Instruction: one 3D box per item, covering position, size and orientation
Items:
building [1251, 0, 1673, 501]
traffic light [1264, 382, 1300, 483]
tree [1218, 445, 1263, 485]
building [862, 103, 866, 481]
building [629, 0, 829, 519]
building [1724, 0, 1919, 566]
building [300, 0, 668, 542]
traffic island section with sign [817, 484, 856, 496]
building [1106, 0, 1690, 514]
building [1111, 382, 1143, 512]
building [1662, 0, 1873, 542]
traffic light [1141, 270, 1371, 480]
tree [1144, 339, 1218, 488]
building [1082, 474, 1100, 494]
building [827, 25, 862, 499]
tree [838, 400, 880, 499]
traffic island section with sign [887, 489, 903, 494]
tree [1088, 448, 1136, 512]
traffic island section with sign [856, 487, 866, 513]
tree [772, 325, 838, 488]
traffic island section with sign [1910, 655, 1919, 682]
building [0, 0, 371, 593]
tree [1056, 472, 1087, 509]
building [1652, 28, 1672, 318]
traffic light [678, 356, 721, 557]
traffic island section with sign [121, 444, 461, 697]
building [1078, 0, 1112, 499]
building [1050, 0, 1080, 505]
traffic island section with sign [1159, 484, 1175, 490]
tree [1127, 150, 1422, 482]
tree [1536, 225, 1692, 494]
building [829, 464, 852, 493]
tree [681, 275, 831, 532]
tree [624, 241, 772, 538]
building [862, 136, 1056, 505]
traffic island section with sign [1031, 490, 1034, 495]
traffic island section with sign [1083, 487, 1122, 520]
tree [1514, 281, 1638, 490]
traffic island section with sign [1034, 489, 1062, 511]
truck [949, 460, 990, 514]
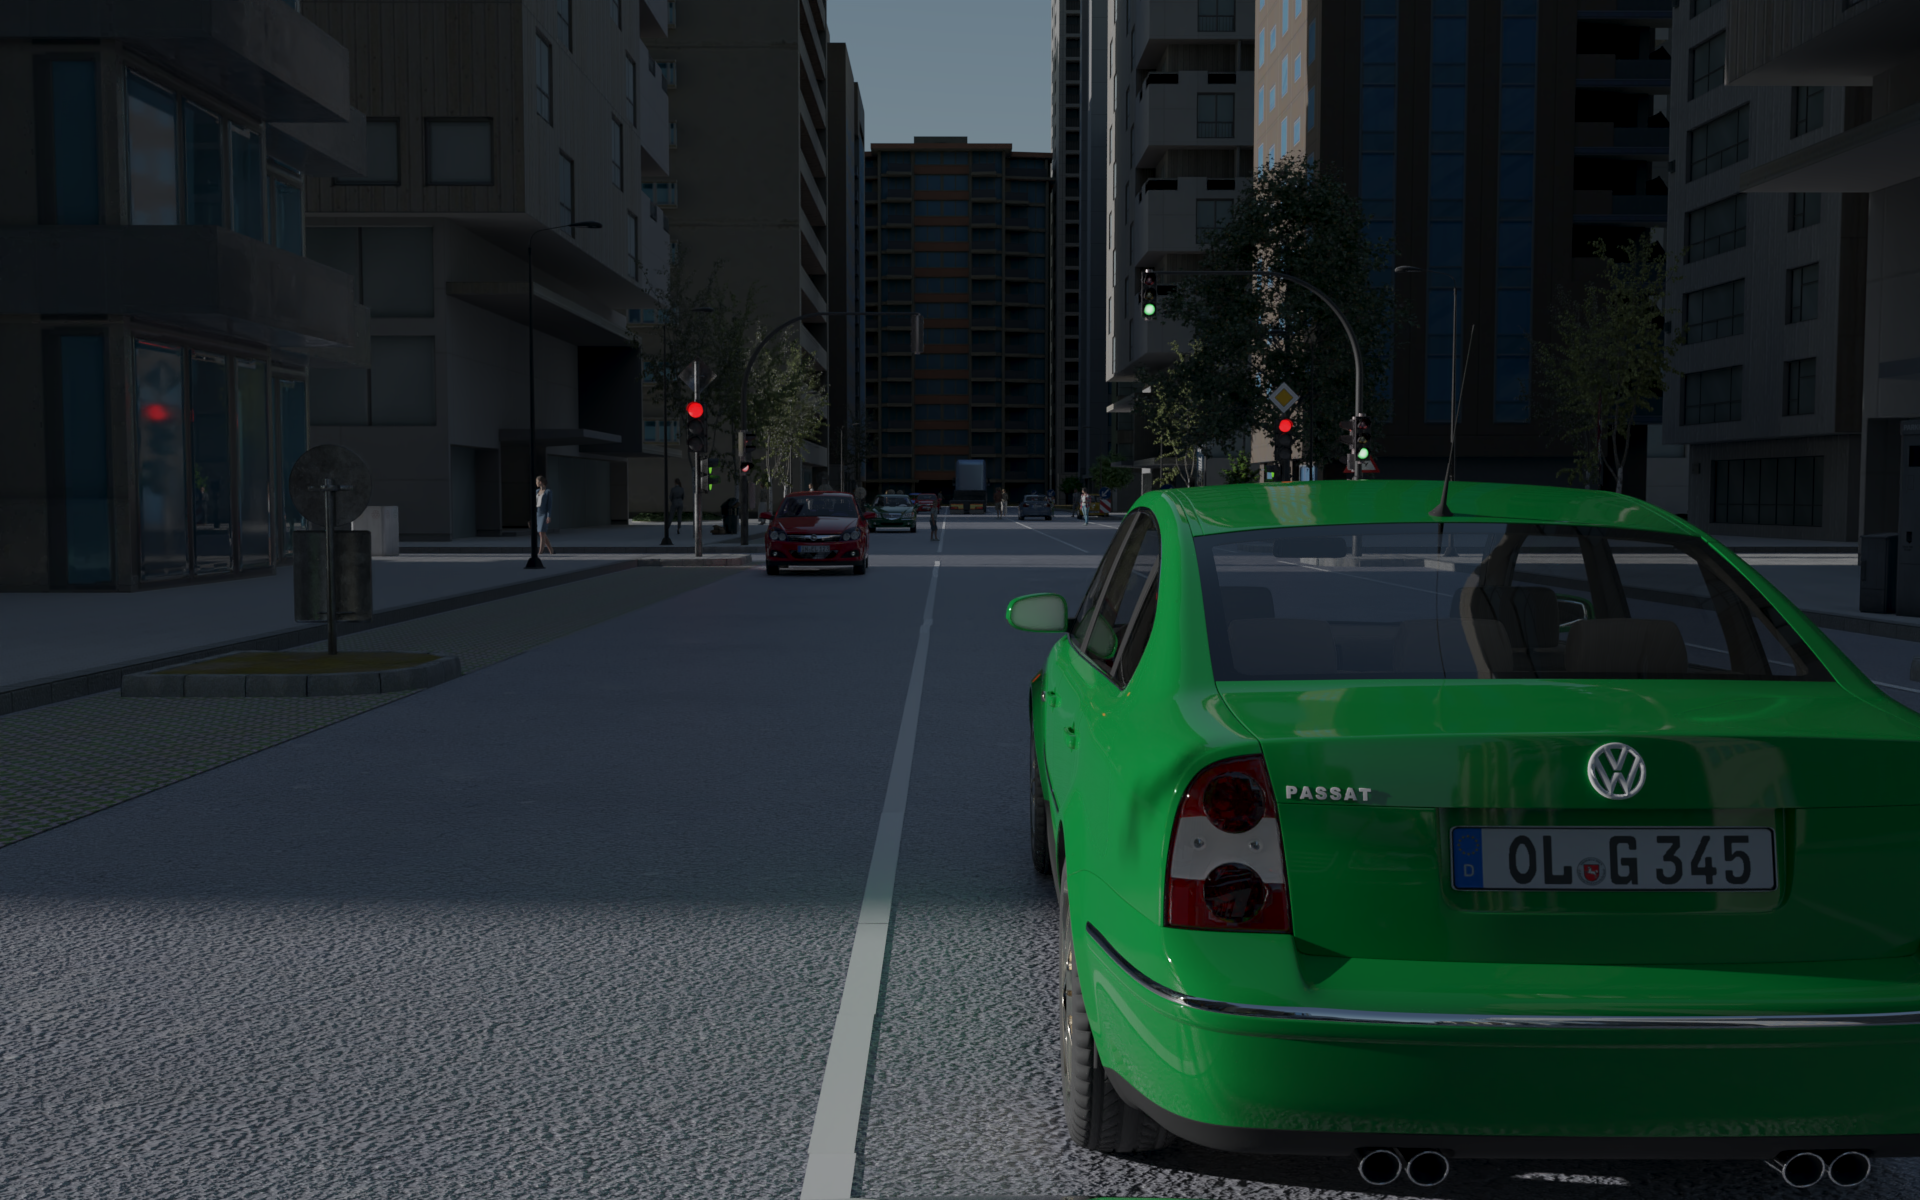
[{"bbox_3d":[20.282,-25.754,71.192,14.600,45.320,14.200,0,4,0],"label":"building"},{"bbox_3d":[8.078,-3.335,43.455,0.839,4.253,0.868,0,4,0],"label":"traffic light"},{"bbox_3d":[11.246,-4.521,68.525,1.663,3.219,1.824,0,3,0],"label":"tree"},{"bbox_3d":[-17.578,-32.737,185.358,14.200,45.320,14.600,0,4,0],"label":"building"},{"bbox_3d":[-18.907,-29.016,98.120,21.300,48.544,21.600,0,4,0],"label":"building"},{"bbox_3d":[27.281,-26.185,17.365,28.713,52.752,27.495,0,4,0],"label":"building"},{"bbox_3d":[-24.871,-28.620,57.175,28.713,52.752,27.495,0,4,0],"label":"building"},{"bbox_3d":[-5.249,-3.637,68.096,1.989,1.847,2.006,0,4,0],"label":"traffic island section with sign"},{"bbox_3d":[23.063,-31.226,99.776,28.713,52.752,27.495,0,4,0],"label":"building"},{"bbox_3d":[18.531,-22.123,133.411,14.160,30.474,14.107,0,4,0],"label":"building"},{"bbox_3d":[29.641,-16.935,48.586,14.107,30.474,14.160,0,4,0],"label":"building"},{"bbox_3d":[6.036,-3.709,35.316,4.771,5.953,1.251,0,4,0],"label":"traffic light"},{"bbox_3d":[10.537,-7.924,79.918,4.737,8.622,4.395,0,3,0],"label":"tree"},{"bbox_3d":[27.361,-28.153,152.182,32.217,40.220,23.993,0,4,0],"label":"building"},{"bbox_3d":[-17.603,-31.782,169.740,14.600,45.320,14.200,0,4,0],"label":"building"},{"bbox_3d":[-8.051,-11.205,133.558,4.360,8.622,3.978,0,3,0],"label":"tree"},{"bbox_3d":[-5.720,-8.403,146.020,1.989,1.847,2.006,0,4,0],"label":"traffic island section with sign"},{"bbox_3d":[10.704,-8.475,122.273,4.285,4.588,4.351,0,3,0],"label":"tree"},{"bbox_3d":[-5.414,-5.299,95.271,1.989,1.847,2.006,0,4,0],"label":"traffic island section with sign"},{"bbox_3d":[-7.901,-7.580,74.289,4.360,8.622,3.978,0,3,0],"label":"tree"},{"bbox_3d":[8.305,-0.258,12.849,1.989,1.847,2.006,0,4,0],"label":"traffic island section with sign"},{"bbox_3d":[-24.703,-24.555,21.089,30.456,49.044,23.786,0,4,0],"label":"building"},{"bbox_3d":[9.935,-9.814,155.065,1.663,3.219,1.824,0,3,0],"label":"tree"},{"bbox_3d":[70.191,-45.418,180.842,20.611,71.187,20.563,0,4,0],"label":"building"},{"bbox_3d":[-5.334,-2.841,35.372,0.839,4.253,0.868,0,4,0],"label":"traffic light"},{"bbox_3d":[-4.910,-0.273,13.090,1.989,1.847,2.006,0,4,0],"label":"traffic island section with sign"},{"bbox_3d":[22.754,-38.878,177.650,21.231,58.520,28.212,0,4,0],"label":"building"},{"bbox_3d":[21.899,-47.371,212.768,20.611,71.187,20.563,0,4,0],"label":"building"},{"bbox_3d":[7.967,-3.649,68.282,1.989,1.847,2.006,0,4,0],"label":"traffic island section with sign"},{"bbox_3d":[10.889,-8.621,57.962,9.611,12.733,9.660,0,3,0],"label":"tree"},{"bbox_3d":[18.321,-5.984,48.199,4.737,8.622,4.395,0,3,0],"label":"tree"},{"bbox_3d":[-20.116,-43.613,151.317,20.563,71.187,20.611,0,4,0],"label":"building"},{"bbox_3d":[-7.385,-6.638,58.896,4.737,8.622,4.395,0,3,0],"label":"tree"},{"bbox_3d":[-7.681,-6.108,50.224,4.360,8.622,3.978,0,3,0],"label":"tree"},{"bbox_3d":[-3.062,-34.266,214.869,28.867,44.769,22.147,0,4,0],"label":"building"},{"bbox_3d":[7.325,-10.083,173.486,1.989,1.847,2.006,0,4,0],"label":"traffic island section with sign"},{"bbox_3d":[7.807,-5.297,95.237,1.989,1.847,2.006,0,4,0],"label":"traffic island section with sign"},{"bbox_3d":[21.283,-6.654,59.149,4.360,8.622,3.978,0,3,0],"label":"tree"},{"bbox_3d":[7.500,-8.379,145.621,1.989,1.847,2.006,0,4,0],"label":"traffic island section with sign"},{"bbox_3d":[0.704,-8.593,130.250,2.967,4.110,18.799,0,4,1],"label":"truck"}]
